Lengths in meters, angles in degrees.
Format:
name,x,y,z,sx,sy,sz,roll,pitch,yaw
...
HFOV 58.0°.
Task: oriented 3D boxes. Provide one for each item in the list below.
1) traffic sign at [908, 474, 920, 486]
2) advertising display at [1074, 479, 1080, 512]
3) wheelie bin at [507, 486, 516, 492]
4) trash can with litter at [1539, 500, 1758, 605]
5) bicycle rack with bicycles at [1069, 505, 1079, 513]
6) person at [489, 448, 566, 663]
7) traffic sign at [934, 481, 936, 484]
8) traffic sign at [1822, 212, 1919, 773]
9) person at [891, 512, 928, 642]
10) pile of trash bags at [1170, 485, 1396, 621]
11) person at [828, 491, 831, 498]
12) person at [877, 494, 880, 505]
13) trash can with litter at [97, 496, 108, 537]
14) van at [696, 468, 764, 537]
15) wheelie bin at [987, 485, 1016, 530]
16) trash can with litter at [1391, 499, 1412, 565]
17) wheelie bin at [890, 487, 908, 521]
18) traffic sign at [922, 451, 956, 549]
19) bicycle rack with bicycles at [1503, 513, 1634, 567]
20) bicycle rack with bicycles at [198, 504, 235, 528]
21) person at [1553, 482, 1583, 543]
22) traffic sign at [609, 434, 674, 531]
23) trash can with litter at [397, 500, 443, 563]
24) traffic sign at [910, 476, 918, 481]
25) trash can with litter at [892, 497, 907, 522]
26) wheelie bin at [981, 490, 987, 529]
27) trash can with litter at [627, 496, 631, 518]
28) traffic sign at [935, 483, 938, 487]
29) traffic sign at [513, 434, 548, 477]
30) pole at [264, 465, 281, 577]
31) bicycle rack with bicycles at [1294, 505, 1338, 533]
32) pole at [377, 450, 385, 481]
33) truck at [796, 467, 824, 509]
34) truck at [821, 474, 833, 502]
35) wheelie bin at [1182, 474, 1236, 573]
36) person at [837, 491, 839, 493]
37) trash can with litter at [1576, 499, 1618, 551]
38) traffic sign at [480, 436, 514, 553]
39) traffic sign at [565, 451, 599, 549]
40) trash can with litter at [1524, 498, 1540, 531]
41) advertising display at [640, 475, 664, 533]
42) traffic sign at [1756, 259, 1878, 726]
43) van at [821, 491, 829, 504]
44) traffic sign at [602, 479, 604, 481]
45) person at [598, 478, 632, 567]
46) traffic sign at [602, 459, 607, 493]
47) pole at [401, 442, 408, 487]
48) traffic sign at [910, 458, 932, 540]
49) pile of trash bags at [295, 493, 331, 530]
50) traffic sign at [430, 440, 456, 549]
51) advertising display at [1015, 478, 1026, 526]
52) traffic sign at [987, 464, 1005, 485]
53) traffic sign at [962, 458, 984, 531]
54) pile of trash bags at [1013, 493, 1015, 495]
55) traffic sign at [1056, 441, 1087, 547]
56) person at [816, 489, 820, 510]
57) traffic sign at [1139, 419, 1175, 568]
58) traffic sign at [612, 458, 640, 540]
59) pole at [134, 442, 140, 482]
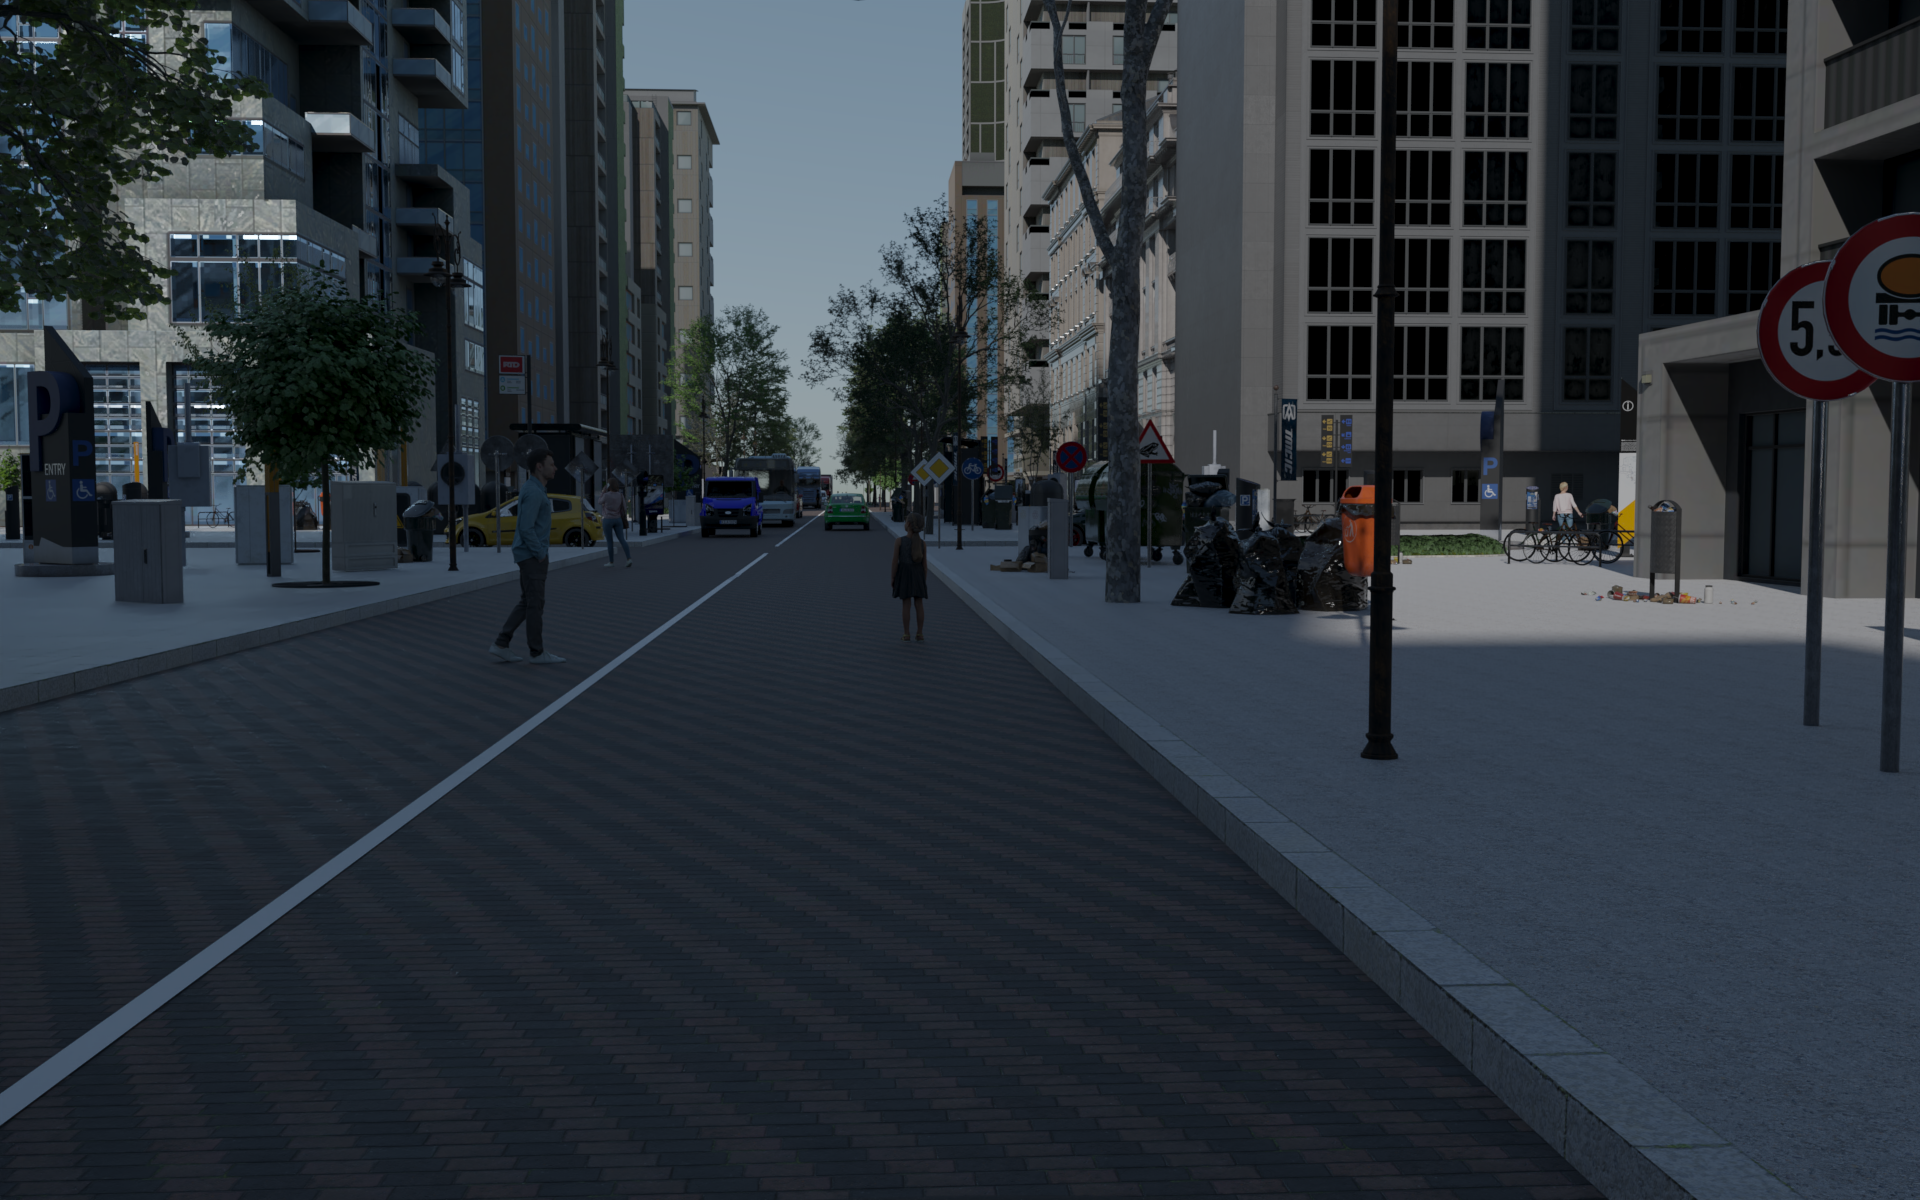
name,x,y,z,sx,sy,sz,roll,pitch,yaw
traffic sign,-2.767,-6.411,104.926,0.768,2.556,0.104,0,4,-1
advertising display,5.321,-4.203,73.941,0.974,1.923,0.123,2,4,31
wheelie bin,-18.364,-3.804,70.103,0.980,1.594,0.693,1,4,9
trash can with litter,8.415,-0.608,20.995,1.678,1.210,2.233,-1,4,-11
bicycle rack with bicycles,4.563,-4.131,80.924,2.925,0.926,2.852,0,4,5
person,-3.687,-0.378,14.706,0.620,1.820,0.660,-1,4,-21
traffic sign,-1.484,-5.633,92.198,0.768,2.556,0.104,0,4,-2
traffic sign,4.299,-0.479,7.932,0.768,2.556,0.104,0,4,4
person,-0.493,-0.226,16.863,0.362,1.253,0.373,-1,4,-13
pile of trash bags,3.717,-0.558,18.883,1.912,1.369,3.447,-1,4,-17
person,-17.460,-13.741,233.121,0.705,1.831,1.348,-3,5,-40
person,-9.564,-11.798,204.624,0.599,1.433,0.991,2,4,33
trash can with litter,-26.050,-2.530,52.420,1.678,1.210,2.233,-2,4,-32
van,-7.773,-3.347,59.104,2.240,2.365,5.245,0,4,-4
wheelie bin,1.537,-3.326,62.288,0.980,1.594,0.693,0,4,1
trash can with litter,7.426,-1.275,31.901,2.233,1.210,1.678,0,4,-4
wheelie bin,-2.896,-4.579,82.781,0.693,1.594,0.980,-3,4,-36
traffic sign,-0.492,-2.268,40.724,0.795,2.450,0.064,0,4,-4
bicycle rack with bicycles,11.294,-1.132,31.892,2.852,0.926,2.925,-3,5,-42
bicycle rack with bicycles,-27.344,-3.202,65.735,2.852,0.926,2.925,1,4,15
person,15.805,-2.192,45.008,0.731,1.740,0.598,1,4,14
traffic sign,-10.903,-3.995,59.189,2.265,3.308,0.079,0,4,5
trash can with litter,-10.269,-1.295,32.565,0.624,1.170,1.055,1,4,20
traffic sign,-1.621,-4.361,71.312,0.884,2.594,0.081,0,4,1
trash can with litter,-2.558,-4.105,78.506,1.055,1.170,0.624,1,4,20
wheelie bin,1.119,-3.471,64.663,0.693,1.594,0.980,0,4,1
trash can with litter,-17.229,-4.947,92.273,1.055,1.170,0.624,2,4,30
traffic sign,-1.659,-6.529,108.878,0.606,2.300,0.079,0,4,0
traffic sign,-9.155,-2.254,36.952,0.768,2.556,0.104,0,4,2
pole,-10.657,-2.016,26.805,0.158,3.312,0.155,0,3,0
bicycle rack with bicycles,11.442,-2.636,56.481,2.852,0.926,2.925,-3,5,-44
pole,-16.556,-3.406,49.532,0.158,3.312,0.155,0,3,0
truck,-15.266,-11.356,175.431,2.967,4.110,18.799,0,4,-4
truck,-19.643,-15.866,248.315,2.839,4.237,11.283,0,4,-2
wheelie bin,4.016,-1.229,28.002,0.980,1.594,0.693,1,4,23
person,-15.527,-12.978,220.672,0.705,1.826,1.348,-1,4,-22
trash can with litter,14.464,-1.711,39.362,0.624,1.170,1.055,3,5,43
traffic sign,-10.074,-2.303,37.760,0.768,2.556,0.104,0,3,0
traffic sign,-8.770,-2.237,40.212,0.795,2.450,0.064,0,4,-4
trash can with litter,19.582,-2.931,58.984,1.678,1.210,2.233,0,4,-3
advertising display,-10.141,-3.170,57.043,0.123,1.923,0.974,3,4,37
traffic sign,4.719,-0.576,9.524,0.768,2.556,0.104,0,4,0
van,-17.007,-12.469,210.882,2.013,2.044,4.112,0,4,-4
traffic sign,-14.161,-4.168,68.246,0.768,2.556,0.104,0,4,3
person,-6.742,-1.526,34.042,0.593,1.750,0.643,-3,5,-40
traffic sign,-12.808,-3.844,62.947,0.768,2.556,0.104,0,4,6
pole,-15.154,-3.266,47.249,0.158,3.312,0.155,0,3,0
traffic sign,-1.007,-2.755,48.693,0.795,2.450,0.064,0,4,-4
pile of trash bags,-23.196,-3.249,62.874,1.912,1.369,3.447,-1,4,-14
traffic sign,-11.964,-2.483,40.595,0.884,2.594,0.081,0,4,-3
advertising display,2.439,-3.974,70.182,0.123,1.923,0.974,-1,4,-17
traffic sign,1.493,-4.434,72.599,0.768,2.556,0.104,0,4,4
traffic sign,0.441,-3.702,60.635,0.768,2.556,0.104,0,4,-3
pile of trash bags,2.358,-6.858,121.886,3.447,1.369,1.912,0,4,3
traffic sign,2.692,-2.553,41.854,0.768,2.556,0.104,0,4,6
person,-13.004,-9.171,158.079,0.705,1.869,1.348,-1,4,-11
traffic sign,3.293,-1.841,30.104,0.884,2.594,0.081,0,4,-3
traffic sign,-9.285,-2.724,48.181,0.795,2.450,0.064,0,4,-4
pole,-32.223,-4.525,67.829,0.158,3.312,0.155,0,3,0
